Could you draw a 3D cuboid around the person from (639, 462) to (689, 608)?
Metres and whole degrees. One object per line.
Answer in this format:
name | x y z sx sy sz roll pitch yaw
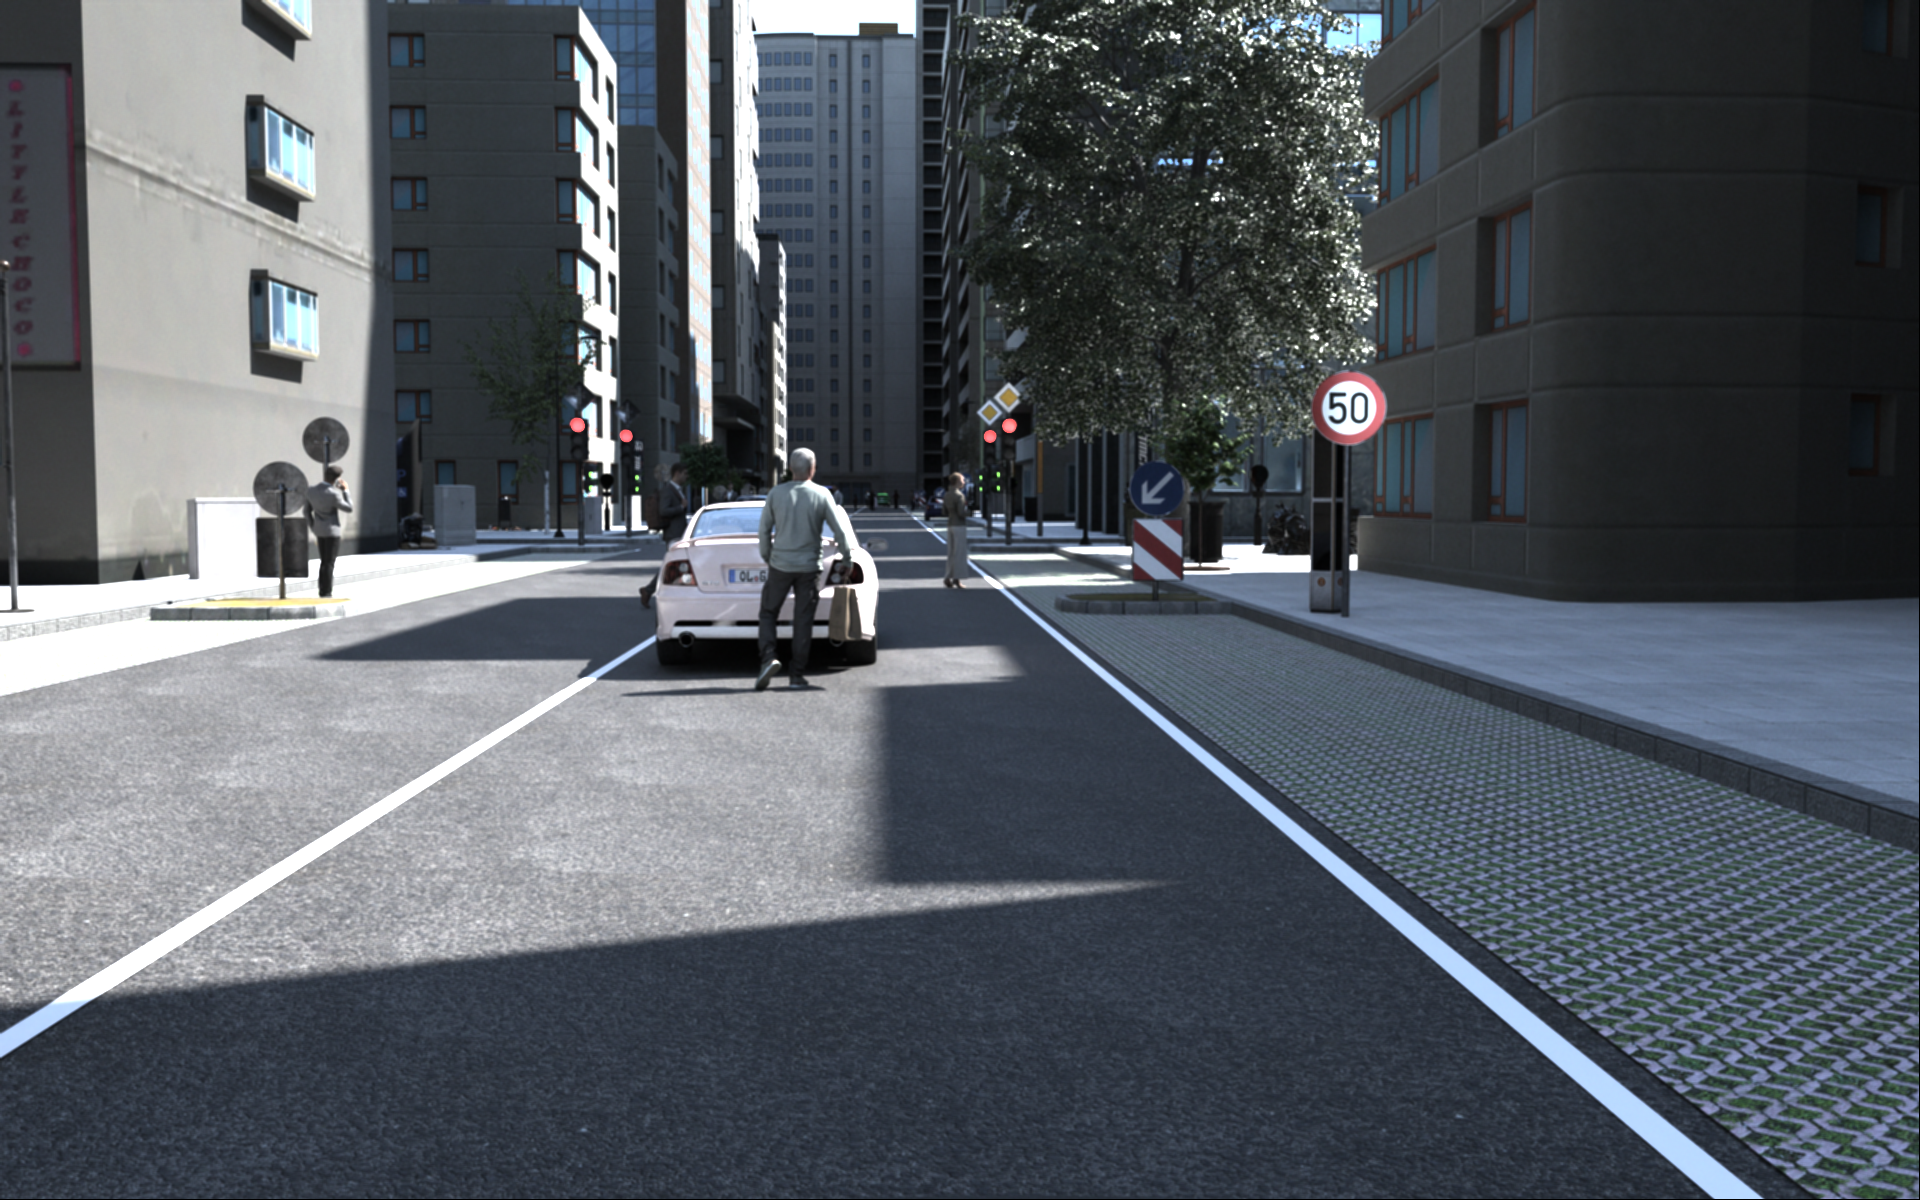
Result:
person | -3.628 -0.821 21.884 0.822 1.834 0.622 0 4 -4

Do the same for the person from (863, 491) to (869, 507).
person | -10.637 -11.610 198.305 0.705 1.826 1.348 -3 5 -45

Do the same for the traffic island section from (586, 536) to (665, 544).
traffic island section | -9.784 -1.762 51.084 2.009 0.180 2.903 0 4 -2

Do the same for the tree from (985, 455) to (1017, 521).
tree | 1.631 -5.420 83.224 1.663 3.219 1.824 0 3 0

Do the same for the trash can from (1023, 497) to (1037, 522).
trash can | 3.283 -4.170 79.832 0.748 1.137 0.748 0 3 0

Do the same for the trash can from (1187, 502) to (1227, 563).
trash can | 4.602 -1.265 32.333 0.748 1.137 0.748 0 3 0

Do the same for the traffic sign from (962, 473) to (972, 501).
traffic sign | 0.339 -6.357 104.034 0.768 2.556 0.104 0 4 -2

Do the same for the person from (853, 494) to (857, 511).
person | -8.685 -8.065 143.616 0.557 1.426 1.065 1 4 9

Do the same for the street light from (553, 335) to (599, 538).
street light | -11.248 -4.785 50.778 1.470 5.913 1.316 0 4 -2

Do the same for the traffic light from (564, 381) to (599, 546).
traffic light | -9.402 -3.306 42.973 0.839 4.253 0.868 0 4 -2

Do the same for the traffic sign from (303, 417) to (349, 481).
traffic sign | -10.503 -1.749 28.704 0.768 2.556 0.104 0 4 -1

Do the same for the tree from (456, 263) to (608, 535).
tree | -13.298 -6.372 54.543 4.737 8.622 4.395 0 3 0

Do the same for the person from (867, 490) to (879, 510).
person | -7.615 -8.722 151.233 1.348 1.807 0.705 -3 5 -45

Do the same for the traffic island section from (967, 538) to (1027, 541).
traffic island section | 0.898 -1.789 51.534 2.009 0.180 2.903 0 4 -2

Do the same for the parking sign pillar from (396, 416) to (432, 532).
parking sign pillar | -18.940 -4.346 59.529 1.447 3.967 1.447 0 4 5

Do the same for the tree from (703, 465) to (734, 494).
tree | -14.649 -6.681 103.827 1.663 3.219 1.824 0 3 0

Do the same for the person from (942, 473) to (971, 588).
person | -0.021 -1.061 26.397 0.362 1.759 0.519 -2 4 -34

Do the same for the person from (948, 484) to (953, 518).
person | -0.220 -3.574 67.155 0.699 1.804 1.509 1 4 16

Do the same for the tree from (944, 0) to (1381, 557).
tree | 4.359 -7.861 35.190 9.857 13.997 8.962 0 3 0

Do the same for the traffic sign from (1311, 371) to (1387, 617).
traffic sign | 4.019 -1.093 17.984 0.768 2.556 0.104 0 4 7

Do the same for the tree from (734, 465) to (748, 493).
tree | -14.915 -7.297 113.899 1.663 3.219 1.824 0 3 0

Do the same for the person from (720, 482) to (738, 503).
person | -7.657 -3.001 57.536 0.622 1.834 0.822 -1 4 -12

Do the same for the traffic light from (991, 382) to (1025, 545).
traffic light | 1.199 -3.335 43.441 0.839 4.253 0.868 0 4 -2

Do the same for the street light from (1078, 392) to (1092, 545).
street light | 2.623 -4.339 43.489 1.470 5.913 1.316 0 4 -2

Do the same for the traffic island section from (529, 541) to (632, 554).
traffic island section | -9.443 -1.274 43.106 2.009 0.180 2.903 0 4 -2

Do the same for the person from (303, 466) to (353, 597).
person | -8.305 -0.862 22.781 0.592 1.802 0.473 3 4 38

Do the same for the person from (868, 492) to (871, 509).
person | -8.958 -9.882 171.546 0.415 1.643 0.593 -3 5 -40

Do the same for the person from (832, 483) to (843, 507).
person | -3.930 -2.864 55.606 0.850 1.792 0.678 -2 4 -31

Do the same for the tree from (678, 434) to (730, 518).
tree | -13.980 -6.737 93.861 4.285 4.588 4.351 0 3 0

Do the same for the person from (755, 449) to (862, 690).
person | -1.114 -0.231 12.766 0.782 1.767 0.515 0 4 -2

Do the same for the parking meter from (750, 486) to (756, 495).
parking meter | -14.595 -7.113 122.004 0.399 1.863 0.255 2 4 26

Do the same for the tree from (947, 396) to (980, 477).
tree | 0.765 -10.986 129.979 4.360 8.622 3.978 0 3 0

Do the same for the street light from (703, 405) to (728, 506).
street light | -12.817 -7.216 90.515 1.470 5.913 1.316 0 4 -2

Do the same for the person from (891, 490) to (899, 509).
person | -6.229 -9.726 167.478 0.705 1.831 1.348 2 4 35

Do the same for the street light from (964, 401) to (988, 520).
street light | 0.886 -6.978 86.630 1.470 5.913 1.316 0 4 -2

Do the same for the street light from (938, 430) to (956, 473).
street light | -0.885 -9.395 126.149 1.470 5.913 1.316 0 4 -2

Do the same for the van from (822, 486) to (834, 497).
van | -10.465 -7.860 132.900 2.240 2.365 5.245 0 4 -4

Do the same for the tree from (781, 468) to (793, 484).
tree | -17.596 -12.307 184.930 4.285 4.588 4.351 0 3 0

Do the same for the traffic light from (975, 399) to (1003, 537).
traffic light | 0.857 -3.823 51.419 0.839 4.253 0.868 0 4 -2

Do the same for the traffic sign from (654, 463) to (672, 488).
traffic sign | -12.367 -4.404 72.109 0.768 2.556 0.104 0 4 -1

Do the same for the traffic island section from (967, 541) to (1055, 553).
traffic island section | 1.239 -1.301 43.557 2.009 0.180 2.903 0 4 -2

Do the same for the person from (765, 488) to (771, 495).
person | -10.896 -5.691 101.772 1.509 1.804 0.699 2 4 31

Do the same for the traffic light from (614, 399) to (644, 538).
traffic light | -9.743 -3.794 50.951 0.839 4.253 0.868 0 4 -2

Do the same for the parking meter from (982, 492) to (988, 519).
parking meter | 1.323 -4.983 89.875 0.372 1.533 0.369 0 3 0

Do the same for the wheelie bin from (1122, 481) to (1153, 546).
wheelie bin | 4.408 -2.112 42.437 0.980 1.594 0.693 2 4 26

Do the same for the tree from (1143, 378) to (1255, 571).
tree | 4.170 -2.108 29.062 1.663 3.219 1.824 0 3 0

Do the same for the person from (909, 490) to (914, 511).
person | -4.210 -8.452 147.219 0.750 1.759 0.617 2 4 32

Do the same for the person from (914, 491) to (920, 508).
person | -4.102 -9.442 163.818 0.756 1.711 0.436 3 4 38
